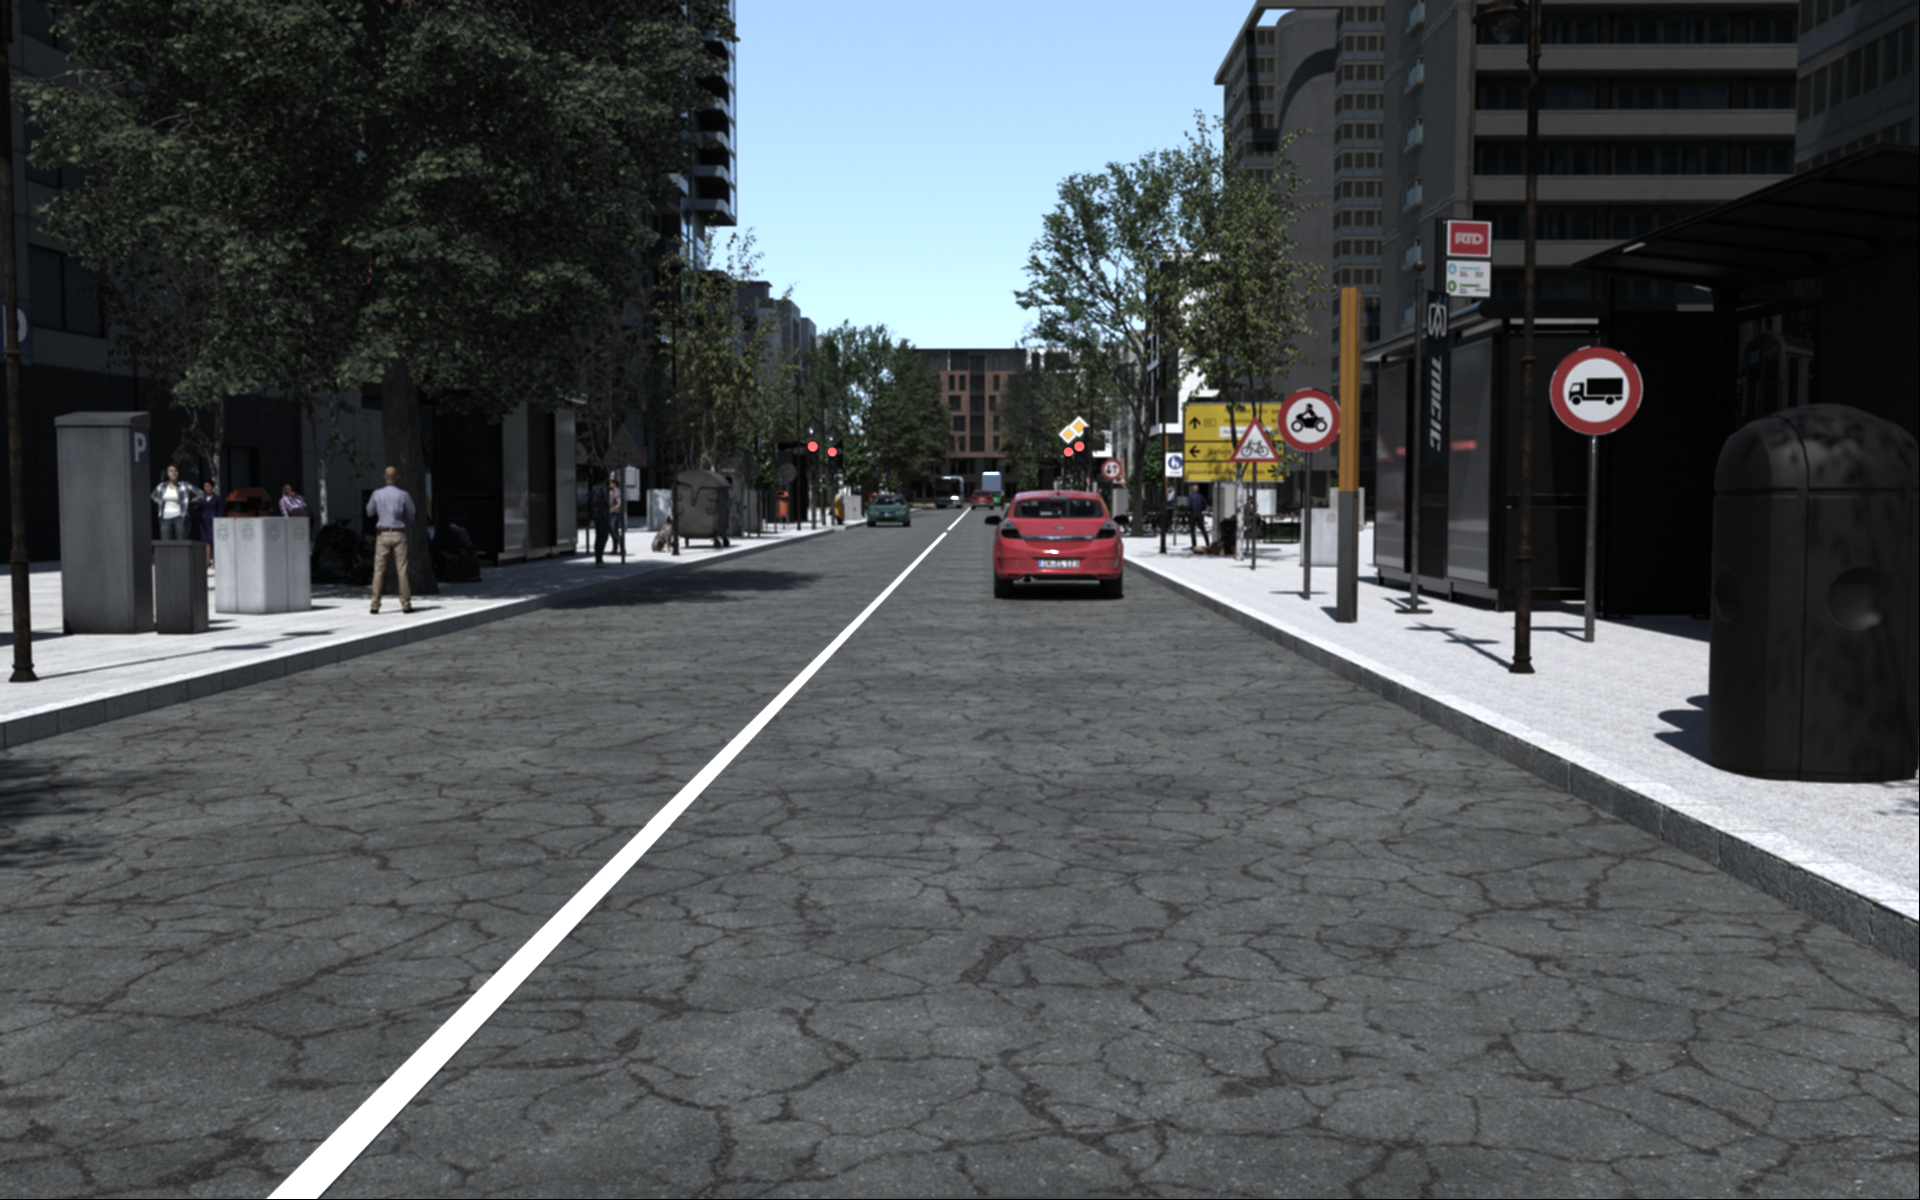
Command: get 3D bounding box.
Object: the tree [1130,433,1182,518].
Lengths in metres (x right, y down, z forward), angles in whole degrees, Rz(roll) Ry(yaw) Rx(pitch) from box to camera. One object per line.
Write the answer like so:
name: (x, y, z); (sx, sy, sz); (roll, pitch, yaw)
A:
tree: (10.855, -6.760, 94.243); (4.285, 4.588, 4.351); (0, 3, 0)

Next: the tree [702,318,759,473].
tree: (-10.948, -7.450, 72.162); (4.360, 8.622, 3.978); (0, 3, 0)

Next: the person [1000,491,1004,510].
person: (3.641, -8.726, 151.908); (0.721, 1.736, 1.217); (1, 4, 9)

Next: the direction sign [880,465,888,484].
direction sign: (-5.945, -8.819, 136.191); (0.876, 3.537, 0.379); (2, 4, 27)

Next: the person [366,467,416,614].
person: (-6.116, -0.642, 18.597); (0.516, 1.574, 0.319); (0, 4, -6)

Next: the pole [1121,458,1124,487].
pole: (9.073, -6.286, 96.617); (0.158, 3.312, 0.155); (0, 3, 0)

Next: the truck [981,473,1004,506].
truck: (3.712, -13.520, 210.811); (2.967, 4.110, 18.799); (0, 4, 3)

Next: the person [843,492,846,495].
person: (-12.652, -10.928, 184.817); (1.348, 1.812, 0.705); (-2, 4, -28)

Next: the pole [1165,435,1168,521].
pole: (7.131, -4.060, 60.226); (0.158, 3.312, 0.155); (0, 3, 0)

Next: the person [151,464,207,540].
person: (-11.901, -1.194, 26.280); (0.841, 1.734, 0.376); (0, 4, 4)

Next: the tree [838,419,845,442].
tree: (-12.081, -10.975, 129.798); (4.737, 8.622, 4.395); (0, 3, 0)

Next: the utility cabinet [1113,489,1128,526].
utility cabinet: (6.402, -3.729, 69.652); (0.318, 1.500, 1.173); (2, 4, 28)

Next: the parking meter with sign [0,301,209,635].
parking meter with sign: (-7.854, -1.201, 15.900); (1.738, 3.016, 0.543); (0, 4, 0)

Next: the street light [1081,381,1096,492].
street light: (4.684, -5.441, 61.744); (0.468, 5.910, 1.993); (0, 4, 1)

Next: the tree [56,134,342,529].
tree: (-14.343, -5.030, 32.607); (4.360, 8.622, 3.978); (0, 3, 0)

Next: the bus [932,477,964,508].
bus: (-1.069, -11.203, 178.025); (2.948, 3.499, 13.247); (0, 4, 2)

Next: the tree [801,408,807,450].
tree: (-12.641, -10.601, 123.687); (4.360, 8.622, 3.978); (0, 3, 0)

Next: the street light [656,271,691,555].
street light: (-5.955, -3.873, 36.115); (0.468, 5.910, 1.993); (0, 4, 1)

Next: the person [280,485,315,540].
person: (-10.808, -1.156, 28.180); (0.697, 1.427, 0.421); (3, 5, 40)

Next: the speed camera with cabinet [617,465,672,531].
speed camera with cabinet: (-10.826, -4.017, 60.007); (2.038, 3.252, 0.660); (-2, 4, -26)

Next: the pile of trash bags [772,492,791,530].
pile of trash bags: (-7.754, -3.213, 62.286); (3.447, 1.369, 1.912); (1, 4, 11)

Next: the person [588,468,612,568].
person: (-6.286, -1.439, 30.295); (0.376, 1.734, 0.841); (-1, 4, -15)

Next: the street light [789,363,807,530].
street light: (-5.686, -5.396, 61.016); (0.468, 5.910, 1.993); (0, 4, 1)

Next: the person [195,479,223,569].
person: (-12.809, -1.293, 29.550); (0.453, 1.535, 0.546); (-2, 4, -24)

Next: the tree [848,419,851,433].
tree: (-11.964, -11.348, 135.894); (4.737, 8.622, 4.395); (0, 3, 0)

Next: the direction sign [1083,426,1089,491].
direction sign: (4.241, -4.061, 58.389); (0.379, 3.537, 0.876); (0, 4, -6)

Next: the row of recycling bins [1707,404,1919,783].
row of recycling bins: (4.571, -0.127, 9.185); (1.069, 1.692, 3.534); (2, 4, 30)

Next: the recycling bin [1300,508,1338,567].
recycling bin: (6.474, -1.114, 30.774); (0.722, 1.027, 0.722); (1, 4, 23)

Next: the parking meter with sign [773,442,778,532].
parking meter with sign: (-7.072, -3.814, 58.625); (1.738, 3.016, 0.543); (0, 4, 2)

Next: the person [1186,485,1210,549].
person: (5.610, -1.959, 40.761); (0.574, 1.496, 0.600); (1, 4, 11)

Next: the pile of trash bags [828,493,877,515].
pile of trash bags: (-6.302, -5.782, 104.281); (3.447, 1.369, 1.912); (3, 4, 36)

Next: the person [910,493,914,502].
person: (-6.155, -12.956, 218.399); (0.721, 1.766, 1.217); (-2, 4, -34)

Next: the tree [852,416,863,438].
tree: (-9.886, -11.663, 141.046); (4.737, 8.622, 4.395); (0, 3, 0)

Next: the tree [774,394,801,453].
tree: (-13.418, -10.188, 116.934); (4.360, 8.622, 3.978); (0, 3, 0)

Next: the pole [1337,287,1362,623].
pole: (3.871, -1.430, 17.226); (0.158, 3.312, 0.155); (0, 3, 0)

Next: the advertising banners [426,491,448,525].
advertising banners: (-21.349, -4.607, 71.508); (0.090, 3.025, 2.074); (2, 4, 25)

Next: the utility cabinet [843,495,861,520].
utility cabinet: (-5.325, -4.478, 84.375); (1.020, 1.237, 0.306); (-1, 4, -14)

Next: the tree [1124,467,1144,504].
tree: (12.490, -7.902, 123.796); (1.663, 3.219, 1.824); (0, 3, 0)

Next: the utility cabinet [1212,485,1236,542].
utility cabinet: (6.712, -2.170, 44.157); (0.318, 1.500, 1.173); (0, 4, -6)

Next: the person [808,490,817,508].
person: (-13.585, -9.222, 157.603); (1.217, 1.735, 0.721); (0, 4, -3)

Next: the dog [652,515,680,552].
dog: (-6.613, -1.472, 38.449); (0.513, 0.831, 0.800); (-2, 4, -34)

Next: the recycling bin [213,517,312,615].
recycling bin: (-7.563, -0.381, 18.784); (0.722, 1.027, 0.722); (2, 4, 25)

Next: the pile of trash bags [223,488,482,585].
pile of trash bags: (-8.721, -0.915, 24.709); (3.447, 1.369, 1.912); (-3, 5, -44)

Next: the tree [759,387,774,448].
tree: (-12.631, -8.733, 93.145); (4.360, 8.622, 3.978); (0, 3, 0)

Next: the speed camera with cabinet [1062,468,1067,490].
speed camera with cabinet: (8.152, -8.343, 130.745); (0.660, 3.252, 2.038); (-1, 4, -16)

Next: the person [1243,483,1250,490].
person: (13.417, -4.626, 81.539); (0.709, 1.838, 0.599); (2, 4, 34)

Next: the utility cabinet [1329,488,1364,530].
utility cabinet: (13.459, -3.157, 60.288); (1.173, 1.500, 0.318); (1, 4, 10)

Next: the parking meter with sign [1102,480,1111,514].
parking meter with sign: (8.311, -6.196, 97.566); (1.738, 3.016, 0.543); (3, 5, 40)

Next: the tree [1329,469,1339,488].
tree: (24.933, -7.280, 113.633); (1.663, 3.219, 1.824); (0, 3, 0)

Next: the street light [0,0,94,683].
street light: (-6.419, -2.380, 11.694); (0.468, 5.910, 1.993); (0, 4, 1)

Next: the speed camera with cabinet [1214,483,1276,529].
speed camera with cabinet: (9.776, -3.976, 59.339); (2.038, 3.252, 0.660); (2, 4, 28)

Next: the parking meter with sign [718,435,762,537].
parking meter with sign: (-6.807, -3.380, 51.528); (1.738, 3.016, 0.543); (0, 4, 6)

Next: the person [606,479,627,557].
person: (-7.124, -1.690, 35.631); (0.435, 1.587, 0.963); (-2, 4, -27)
